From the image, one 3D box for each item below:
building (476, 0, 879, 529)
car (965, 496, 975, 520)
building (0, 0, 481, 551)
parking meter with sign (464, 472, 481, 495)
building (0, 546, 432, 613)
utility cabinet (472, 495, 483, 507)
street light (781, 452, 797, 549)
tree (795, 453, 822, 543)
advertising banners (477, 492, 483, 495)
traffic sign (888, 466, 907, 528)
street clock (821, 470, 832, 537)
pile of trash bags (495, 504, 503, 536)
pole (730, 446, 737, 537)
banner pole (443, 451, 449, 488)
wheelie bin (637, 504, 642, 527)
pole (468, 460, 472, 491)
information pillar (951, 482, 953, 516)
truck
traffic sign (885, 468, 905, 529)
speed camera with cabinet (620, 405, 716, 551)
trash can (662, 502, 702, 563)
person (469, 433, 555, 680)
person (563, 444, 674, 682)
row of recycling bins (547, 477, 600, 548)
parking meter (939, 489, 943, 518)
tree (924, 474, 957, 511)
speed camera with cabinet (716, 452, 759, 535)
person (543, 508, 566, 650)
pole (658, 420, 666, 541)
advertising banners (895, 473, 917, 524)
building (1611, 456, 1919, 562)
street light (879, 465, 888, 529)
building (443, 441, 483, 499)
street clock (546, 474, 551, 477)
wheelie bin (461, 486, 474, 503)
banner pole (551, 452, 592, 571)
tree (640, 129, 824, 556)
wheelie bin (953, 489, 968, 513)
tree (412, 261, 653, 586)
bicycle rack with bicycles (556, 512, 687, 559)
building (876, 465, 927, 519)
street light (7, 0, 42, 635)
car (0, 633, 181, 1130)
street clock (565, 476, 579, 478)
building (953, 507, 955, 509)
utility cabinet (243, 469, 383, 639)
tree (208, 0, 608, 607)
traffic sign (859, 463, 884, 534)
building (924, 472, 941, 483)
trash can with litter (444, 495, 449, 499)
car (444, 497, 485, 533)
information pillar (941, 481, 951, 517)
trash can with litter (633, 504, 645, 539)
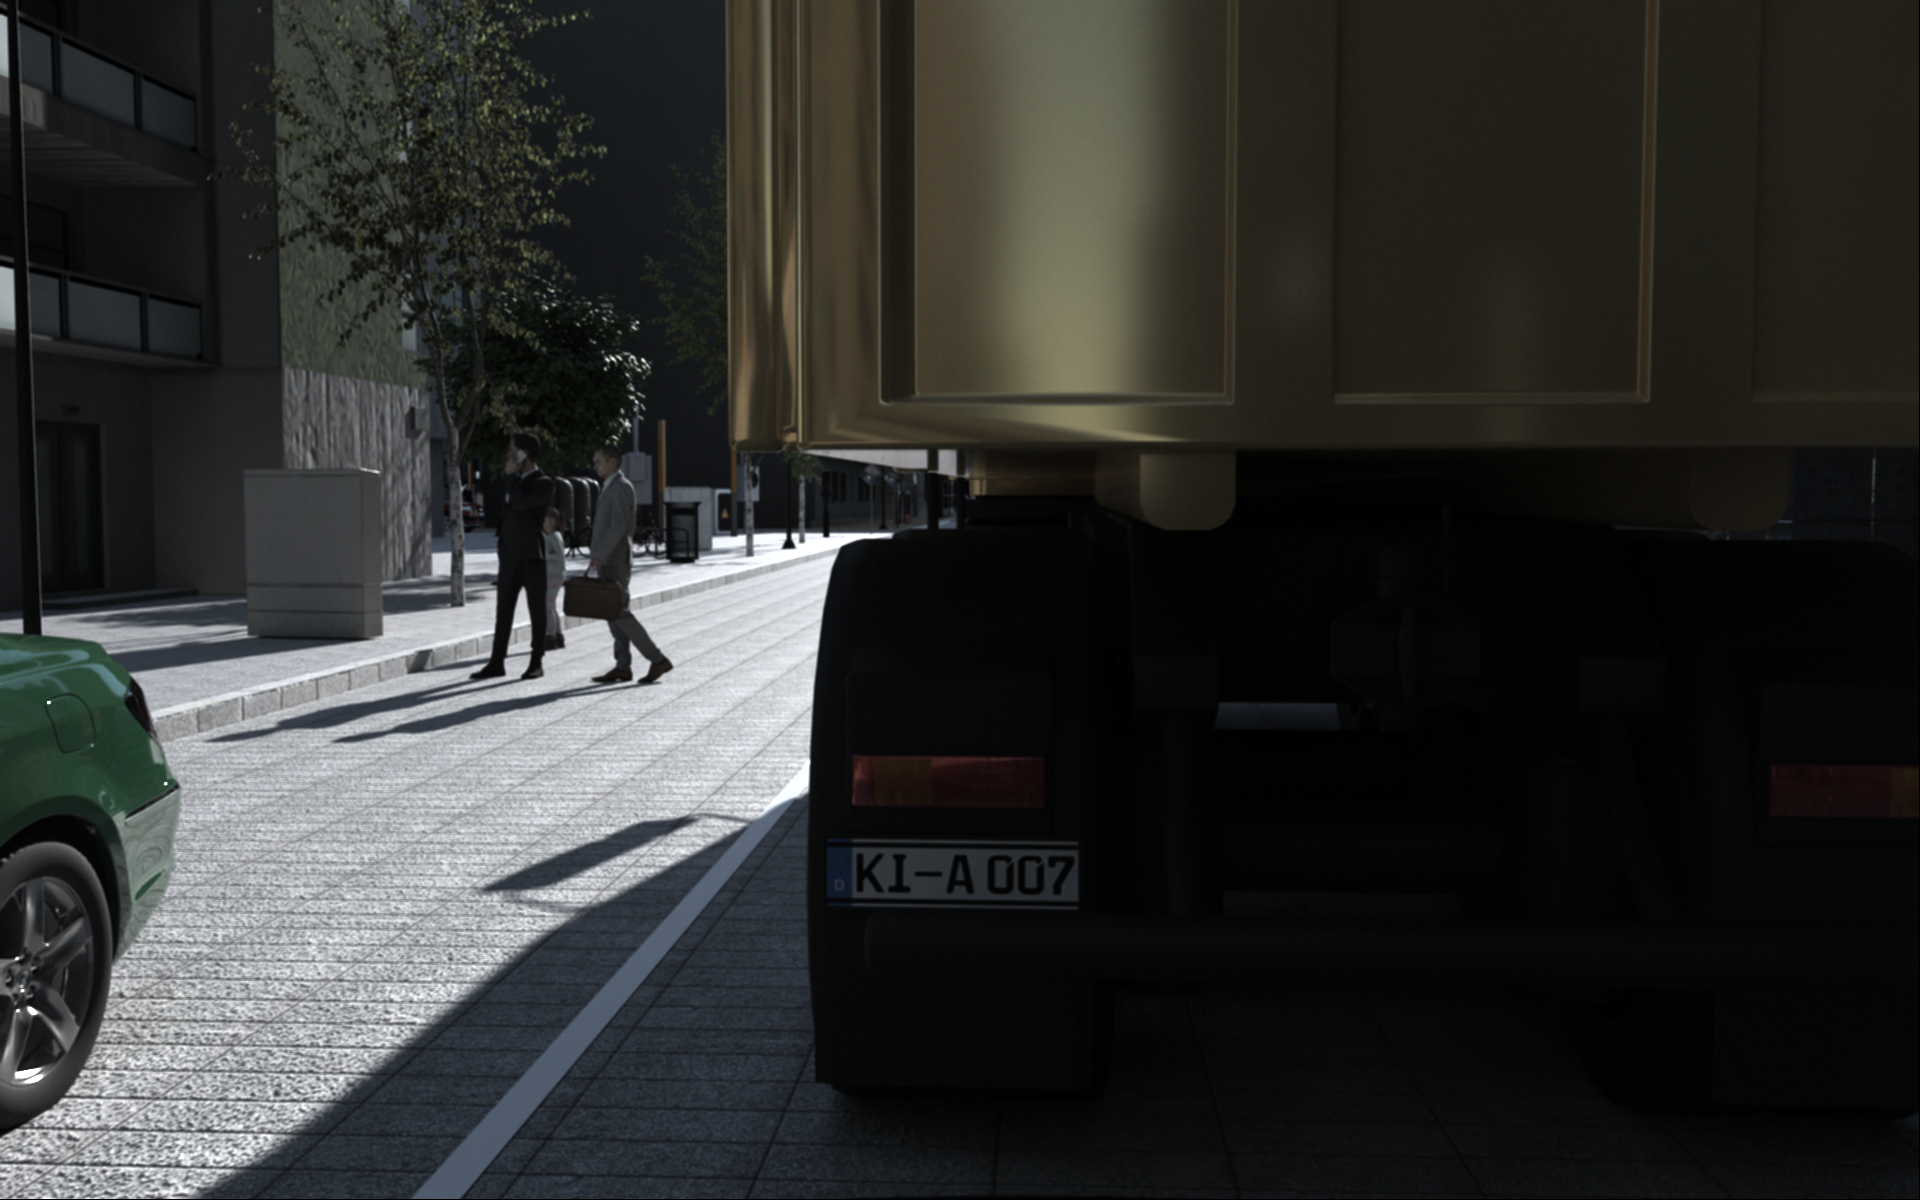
[{"bbox_3d":[-10.220,-17.250,75.547,14.314,27.812,24.014,0,4,3],"label":"building"},{"bbox_3d":[1.204,-5.303,99.070,2.083,1.381,4.827,0,4,2],"label":"car"},{"bbox_3d":[-21.524,-22.264,47.606,14.086,41.232,14.154,0,4,3],"label":"building"},{"bbox_3d":[-37.796,-8.387,133.383,0.543,3.016,1.738,3,5,42],"label":"parking meter with sign"},{"bbox_3d":[-15.609,-20.534,19.331,14.154,41.232,14.086,0,4,3],"label":"building"},{"bbox_3d":[-33.020,-6.605,119.145,1.020,1.237,0.306,0,4,4],"label":"utility cabinet"},{"bbox_3d":[-3.474,-4.154,40.452,1.470,5.913,1.316,0,4,3],"label":"street light"},{"bbox_3d":[-3.917,-5.805,45.282,4.360,8.622,3.978,0,3,0],"label":"tree"},{"bbox_3d":[-37.084,-8.485,134.918,2.074,3.025,0.090,3,5,44],"label":"advertising banners"},{"bbox_3d":[-2.363,-3.995,65.431,0.768,2.556,0.104,1,4,12],"label":"traffic sign"},{"bbox_3d":[-3.977,-2.868,51.461,0.358,2.002,0.471,0,4,-4],"label":"street clock"},{"bbox_3d":[-12.658,-2.678,53.542,1.912,1.369,3.447,2,4,26],"label":"pile of trash bags"},{"bbox_3d":[-6.825,-3.570,52.221,0.158,3.312,0.155,0,3,0],"label":"pole"},{"bbox_3d":[-26.352,-6.071,89.279,0.401,3.779,0.863,2,4,26],"label":"banner pole"},{"bbox_3d":[-9.891,-2.689,51.880,0.693,1.594,0.980,1,4,12],"label":"wheelie bin"},{"bbox_3d":[-29.008,-6.653,102.621,0.158,3.312,0.155,0,3,0],"label":"pole"},{"bbox_3d":[-0.586,-5.977,102.221,0.304,2.012,0.304,2,4,27],"label":"information pillar"},{"bbox_3d":[1.167,-0.719,7.674,3.469,3.379,9.791,0,4,4],"label":"truck"},{"bbox_3d":[-2.389,-3.632,63.032,0.795,2.450,0.064,0,4,3],"label":"traffic sign"},{"bbox_3d":[-6.672,-2.739,39.124,2.038,3.252,0.660,-1,4,-23],"label":"speed camera with cabinet"},{"bbox_3d":[-5.190,-1.267,32.361,0.748,1.137,0.748,0,3,0],"label":"trash can"},{"bbox_3d":[-3.442,-0.341,13.443,0.648,1.900,0.474,2,4,34],"label":"person"},{"bbox_3d":[-2.639,-0.280,13.202,0.853,1.813,0.709,-2,4,-24],"label":"person"},{"bbox_3d":[-9.589,-2.118,41.746,1.069,1.692,3.534,1,4,11],"label":"row of recycling bins"},{"bbox_3d":[-1.094,-5.078,91.440,0.372,1.533,0.369,0,3,0],"label":"parking meter"},{"bbox_3d":[-0.076,-13.169,132.317,9.611,12.733,9.660,0,3,0],"label":"tree"},{"bbox_3d":[-7.227,-3.689,54.650,0.660,3.252,2.038,3,4,36],"label":"speed camera with cabinet"},{"bbox_3d":[-3.790,-0.197,15.995,0.394,1.301,0.425,-3,5,-42],"label":"person"},{"bbox_3d":[-8.196,-3.291,47.650,0.158,3.312,0.155,0,3,0],"label":"pole"},{"bbox_3d":[-2.326,-4.853,75.541,0.090,3.025,2.074,2,4,29],"label":"advertising banners"},{"bbox_3d":[11.725,-12.337,19.727,12.078,24.808,19.932,0,4,3],"label":"building"},{"bbox_3d":[-2.247,-5.523,62.842,1.470,5.913,1.316,0,4,3],"label":"street light"},{"bbox_3d":[-53.128,-35.558,205.075,21.600,48.544,21.300,0,4,3],"label":"building"},{"bbox_3d":[-14.871,-3.563,62.826,0.358,2.002,0.471,2,4,33],"label":"street clock"},{"bbox_3d":[-20.530,-3.905,71.762,0.693,1.594,0.980,-2,4,-29],"label":"wheelie bin"},{"bbox_3d":[-6.561,-2.376,28.857,0.863,3.779,0.401,0,4,5],"label":"banner pole"},{"bbox_3d":[-4.333,-5.188,35.180,4.737,8.622,4.395,0,3,0],"label":"tree"},{"bbox_3d":[0.044,-6.575,115.406,0.980,1.594,0.693,0,4,-1],"label":"wheelie bin"},{"bbox_3d":[-6.010,-2.496,24.531,4.285,4.588,4.351,0,3,0],"label":"tree"},{"bbox_3d":[-6.790,-1.297,34.581,2.925,0.926,2.852,-2,4,-29],"label":"bicycle rack with bicycles"},{"bbox_3d":[-7.231,-14.230,97.295,10.561,19.102,19.286,0,4,3],"label":"building"},{"bbox_3d":[-5.066,-2.308,10.282,1.470,5.913,1.316,0,4,3],"label":"street light"},{"bbox_3d":[-3.083,0.559,2.656,2.131,1.459,4.920,0,4,3],"label":"car"},{"bbox_3d":[-12.543,-3.148,56.034,0.358,2.002,0.471,1,4,18],"label":"street clock"},{"bbox_3d":[-9.993,-30.471,152.817,22.147,44.769,28.867,0,4,3],"label":"building"},{"bbox_3d":[-5.736,-0.410,15.382,1.173,1.500,0.318,1,4,14],"label":"utility cabinet"},{"bbox_3d":[-5.814,-4.218,19.323,4.360,8.622,3.978,0,3,0],"label":"tree"},{"bbox_3d":[-2.810,-3.145,55.058,0.795,2.450,0.064,0,4,3],"label":"traffic sign"},{"bbox_3d":[-9.665,-15.241,116.635,16.820,18.784,16.811,0,4,3],"label":"building"},{"bbox_3d":[-26.170,-4.664,87.318,2.233,1.210,1.678,2,4,28],"label":"trash can with litter"},{"bbox_3d":[-18.991,-3.102,59.398,5.304,1.827,2.281,0,4,2],"label":"car"},{"bbox_3d":[-0.861,-5.647,96.812,0.304,2.012,0.304,-2,4,-25],"label":"information pillar"},{"bbox_3d":[-8.981,-2.221,47.698,0.624,1.170,1.055,-3,5,-43],"label":"trash can with litter"}]
